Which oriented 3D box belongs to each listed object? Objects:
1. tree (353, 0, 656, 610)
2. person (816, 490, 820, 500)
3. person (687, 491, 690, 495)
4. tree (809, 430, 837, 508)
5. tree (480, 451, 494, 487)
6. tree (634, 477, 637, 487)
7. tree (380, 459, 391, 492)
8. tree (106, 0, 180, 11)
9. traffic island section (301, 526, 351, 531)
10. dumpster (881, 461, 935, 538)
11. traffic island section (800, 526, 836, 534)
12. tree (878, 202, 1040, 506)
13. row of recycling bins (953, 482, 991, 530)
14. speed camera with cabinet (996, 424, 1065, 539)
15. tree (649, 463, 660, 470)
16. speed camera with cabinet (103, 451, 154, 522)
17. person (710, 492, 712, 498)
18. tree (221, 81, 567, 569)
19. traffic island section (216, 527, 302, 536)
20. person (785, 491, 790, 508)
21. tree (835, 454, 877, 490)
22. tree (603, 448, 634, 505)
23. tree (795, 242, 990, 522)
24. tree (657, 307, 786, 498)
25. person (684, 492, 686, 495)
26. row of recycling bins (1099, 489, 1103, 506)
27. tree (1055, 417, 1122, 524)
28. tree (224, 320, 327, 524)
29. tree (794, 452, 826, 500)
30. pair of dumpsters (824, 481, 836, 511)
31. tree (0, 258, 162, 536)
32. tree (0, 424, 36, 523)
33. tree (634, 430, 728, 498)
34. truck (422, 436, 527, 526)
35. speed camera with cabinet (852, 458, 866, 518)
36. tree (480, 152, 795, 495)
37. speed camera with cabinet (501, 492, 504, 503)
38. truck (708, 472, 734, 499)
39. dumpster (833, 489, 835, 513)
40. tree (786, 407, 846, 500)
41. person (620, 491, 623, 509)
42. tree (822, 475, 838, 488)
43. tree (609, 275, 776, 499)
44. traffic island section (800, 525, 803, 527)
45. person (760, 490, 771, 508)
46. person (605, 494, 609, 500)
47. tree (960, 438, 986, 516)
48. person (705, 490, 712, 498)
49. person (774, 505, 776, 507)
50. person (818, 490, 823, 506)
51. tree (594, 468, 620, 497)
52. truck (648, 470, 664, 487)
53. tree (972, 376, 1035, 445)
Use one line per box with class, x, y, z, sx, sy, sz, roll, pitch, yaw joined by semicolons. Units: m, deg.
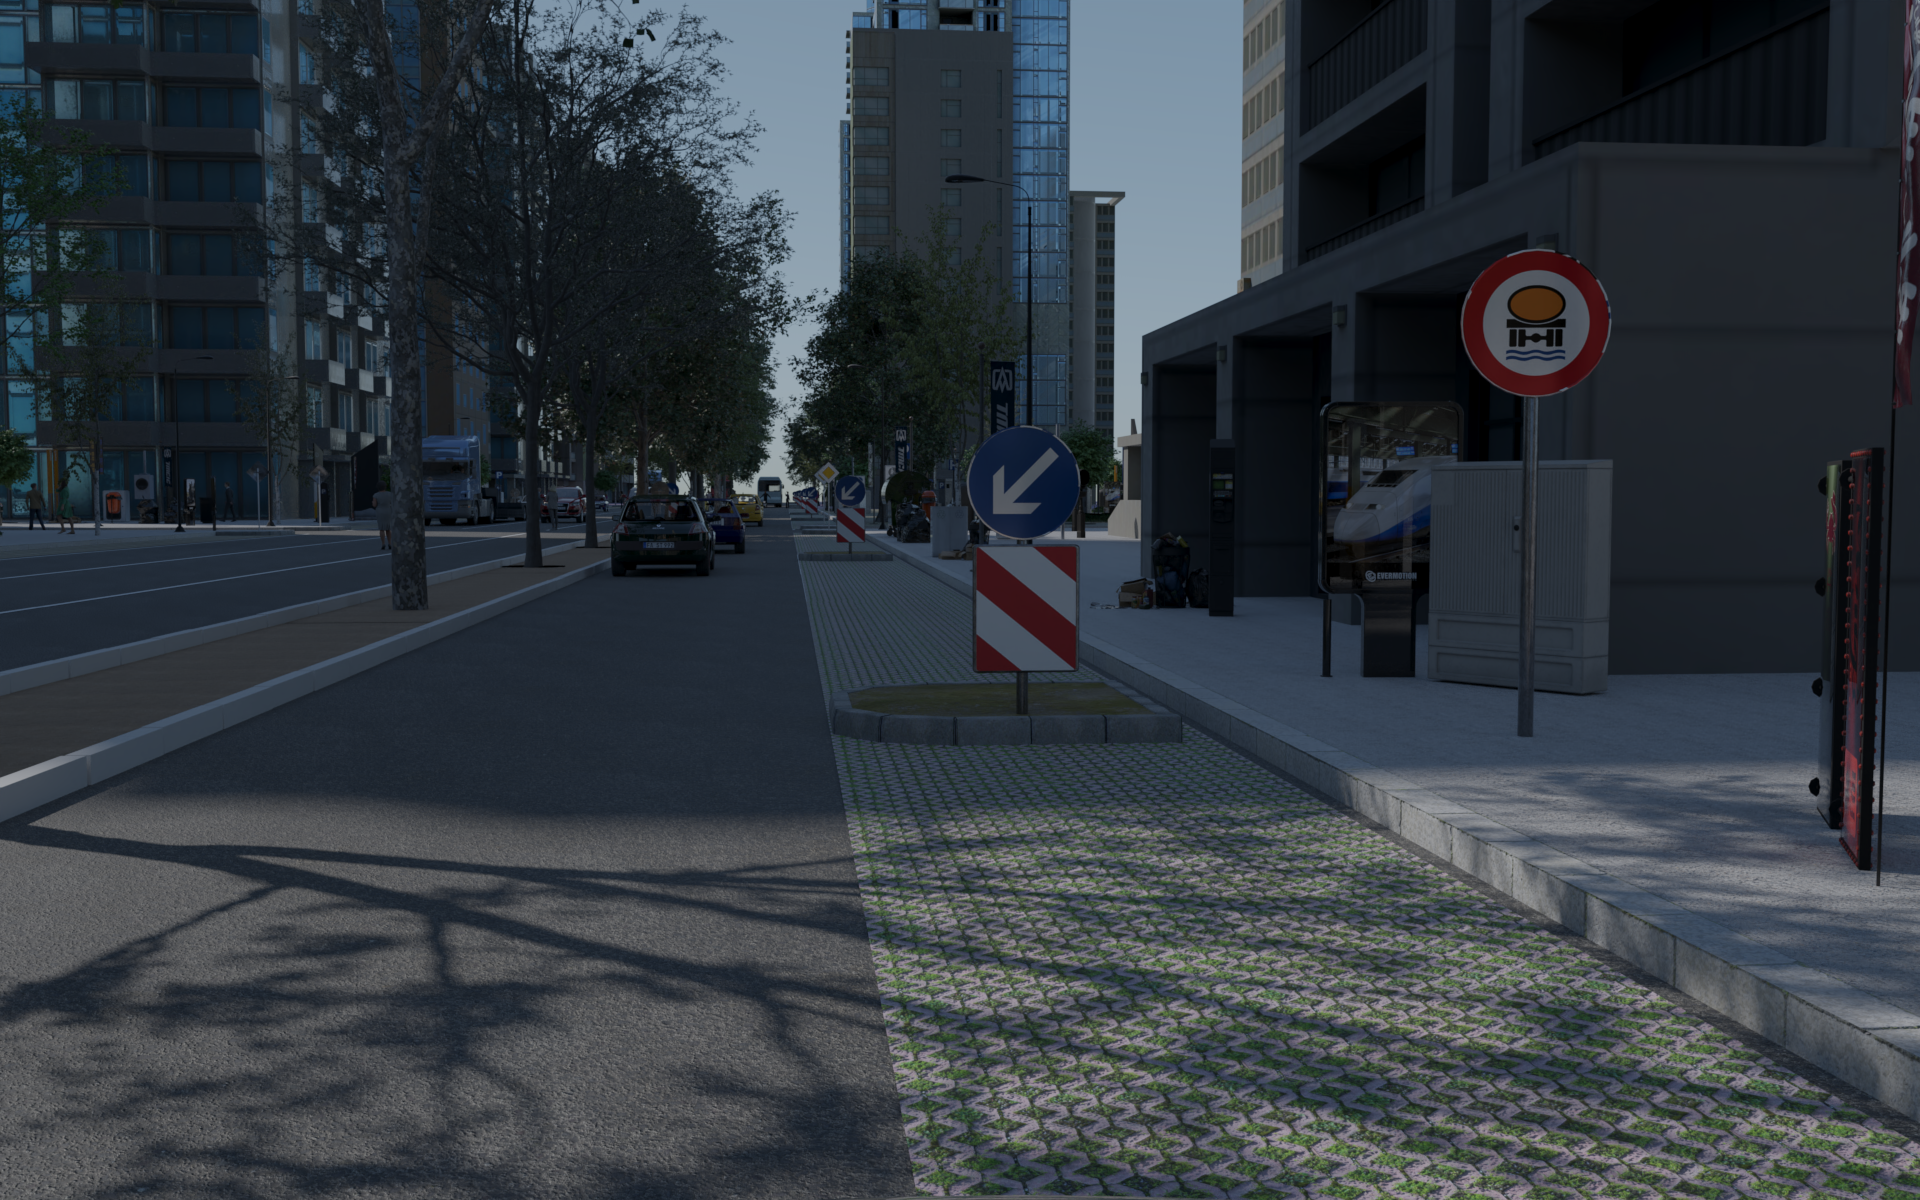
tree;-5.494;-9.889;20.040;12.611;20.169;13.585;0;3;0
person;-16.521;-11.804;199.728;0.721;1.739;1.217;2;4;29
person;-29.865;-11.142;190.678;0.705;1.824;1.348;2;4;30
tree;-12.614;-12.946;162.036;4.360;8.622;3.978;0;3;0
tree;-32.533;-8.003;114.556;4.285;4.588;4.351;0;3;0
tree;-47.516;-17.007;261.780;4.285;4.588;4.351;0;3;0
tree;-31.149;-6.132;94.854;1.663;3.219;1.824;0;3;0
tree;-5.410;-4.866;7.771;9.928;11.665;9.643;0;3;0
traffic island section;-25.333;-2.827;68.500;2.009;0.180;2.903;0;4;-6
dumpster;-1.553;-3.019;51.853;1.502;2.255;1.985;0;4;-6
traffic island section;-4.691;-2.462;62.538;2.009;0.180;2.903;0;4;-6
tree;-0.026;-5.704;43.624;4.737;8.622;4.395;0;3;0
row of recycling bins;1.463;-3.321;61.413;3.534;1.692;1.069;1;4;14
speed camera with cabinet;2.064;-3.350;49.102;2.038;3.252;0.660;1;4;11
tree;-47.668;-19.416;267.814;4.360;8.622;3.978;0;3;0
speed camera with cabinet;-37.745;-5.153;78.582;2.038;3.252;0.660;0;4;-7
person;-27.431;-11.047;189.914;0.445;1.727;0.742;-2;4;-26
tree;-8.331;-7.374;33.388;12.009;13.543;11.850;0;3;0
traffic island section;-24.533;-2.341;60.555;2.009;0.180;2.903;0;4;-6
person;-17.089;-9.927;171.614;0.445;1.727;0.742;1;4;10
tree;-7.304;-8.429;121.529;4.285;4.588;4.351;0;3;0
tree;-41.378;-15.810;208.858;4.737;8.622;4.395;0;3;0
tree;-3.457;-9.898;78.841;9.611;12.733;9.660;0;3;0
tree;-14.210;-11.344;94.592;9.857;13.997;8.962;0;3;0
person;-37.370;-13.893;236.092;0.568;1.767;0.683;0;4;5
row of recycling bins;11.622;-7.747;133.780;1.069;1.692;3.534;2;4;29
tree;5.162;-5.499;73.619;4.285;4.588;4.351;0;3;0
tree;-28.801;-7.500;72.985;4.360;8.622;3.978;0;3;0
tree;-24.018;-19.854;274.976;4.737;8.622;4.395;0;3;0
pair of dumpsters;-9.727;-7.999;133.281;1.574;2.255;4.437;0;4;-6
tree;-26.920;-6.296;53.295;4.360;8.622;3.978;0;3;0
tree;-42.489;-5.675;76.507;4.285;4.588;4.351;0;3;0
tree;-12.397;-7.740;79.371;4.737;8.622;4.395;0;3;0
truck;-23.770;-5.853;85.454;2.967;4.110;18.799;0;4;-5
speed camera with cabinet;-5.583;-5.933;91.344;0.660;3.252;2.038;1;4;17
tree;-10.366;-8.369;56.302;9.611;12.733;9.660;0;3;0
speed camera with cabinet;-38.250;-8.982;141.196;2.038;3.252;0.660;1;4;15
truck;-27.465;-12.880;199.505;2.839;4.237;11.283;0;4;-7
dumpster;-7.800;-6.710;115.464;1.264;1.857;1.865;0;4;-6
tree;-19.949;-20.266;237.999;9.857;13.997;8.962;0;3;0
person;-33.498;-9.890;170.925;0.721;1.735;1.217;0;4;-7
tree;-10.529;-9.237;145.626;1.663;3.219;1.824;0;3;0
tree;-13.187;-10.113;85.938;7.486;12.596;7.792;0;3;0
traffic island section;-5.490;-2.948;70.483;2.009;0.180;2.903;0;4;-6
person;-20.004;-10.367;178.029;1.348;1.821;0.705;1;4;20
person;-36.400;-10.167;177.952;0.991;1.433;0.599;2;4;35
tree;1.418;-7.262;102.440;4.285;4.588;4.351;0;3;0
person;-20.113;-7.952;139.111;0.643;1.750;0.593;3;5;43
person;-20.954;-11.526;197.090;1.348;1.807;0.705;1;4;23
person;-14.216;-10.571;179.403;1.217;1.766;0.721;-3;4;-39
tree;-41.735;-13.461;203.804;4.285;4.588;4.351;0;3;0
truck;-35.216;-12.912;200.869;2.967;4.110;18.799;0;4;-6
tree;2.687;-9.682;108.664;4.360;8.622;3.978;0;3;0
